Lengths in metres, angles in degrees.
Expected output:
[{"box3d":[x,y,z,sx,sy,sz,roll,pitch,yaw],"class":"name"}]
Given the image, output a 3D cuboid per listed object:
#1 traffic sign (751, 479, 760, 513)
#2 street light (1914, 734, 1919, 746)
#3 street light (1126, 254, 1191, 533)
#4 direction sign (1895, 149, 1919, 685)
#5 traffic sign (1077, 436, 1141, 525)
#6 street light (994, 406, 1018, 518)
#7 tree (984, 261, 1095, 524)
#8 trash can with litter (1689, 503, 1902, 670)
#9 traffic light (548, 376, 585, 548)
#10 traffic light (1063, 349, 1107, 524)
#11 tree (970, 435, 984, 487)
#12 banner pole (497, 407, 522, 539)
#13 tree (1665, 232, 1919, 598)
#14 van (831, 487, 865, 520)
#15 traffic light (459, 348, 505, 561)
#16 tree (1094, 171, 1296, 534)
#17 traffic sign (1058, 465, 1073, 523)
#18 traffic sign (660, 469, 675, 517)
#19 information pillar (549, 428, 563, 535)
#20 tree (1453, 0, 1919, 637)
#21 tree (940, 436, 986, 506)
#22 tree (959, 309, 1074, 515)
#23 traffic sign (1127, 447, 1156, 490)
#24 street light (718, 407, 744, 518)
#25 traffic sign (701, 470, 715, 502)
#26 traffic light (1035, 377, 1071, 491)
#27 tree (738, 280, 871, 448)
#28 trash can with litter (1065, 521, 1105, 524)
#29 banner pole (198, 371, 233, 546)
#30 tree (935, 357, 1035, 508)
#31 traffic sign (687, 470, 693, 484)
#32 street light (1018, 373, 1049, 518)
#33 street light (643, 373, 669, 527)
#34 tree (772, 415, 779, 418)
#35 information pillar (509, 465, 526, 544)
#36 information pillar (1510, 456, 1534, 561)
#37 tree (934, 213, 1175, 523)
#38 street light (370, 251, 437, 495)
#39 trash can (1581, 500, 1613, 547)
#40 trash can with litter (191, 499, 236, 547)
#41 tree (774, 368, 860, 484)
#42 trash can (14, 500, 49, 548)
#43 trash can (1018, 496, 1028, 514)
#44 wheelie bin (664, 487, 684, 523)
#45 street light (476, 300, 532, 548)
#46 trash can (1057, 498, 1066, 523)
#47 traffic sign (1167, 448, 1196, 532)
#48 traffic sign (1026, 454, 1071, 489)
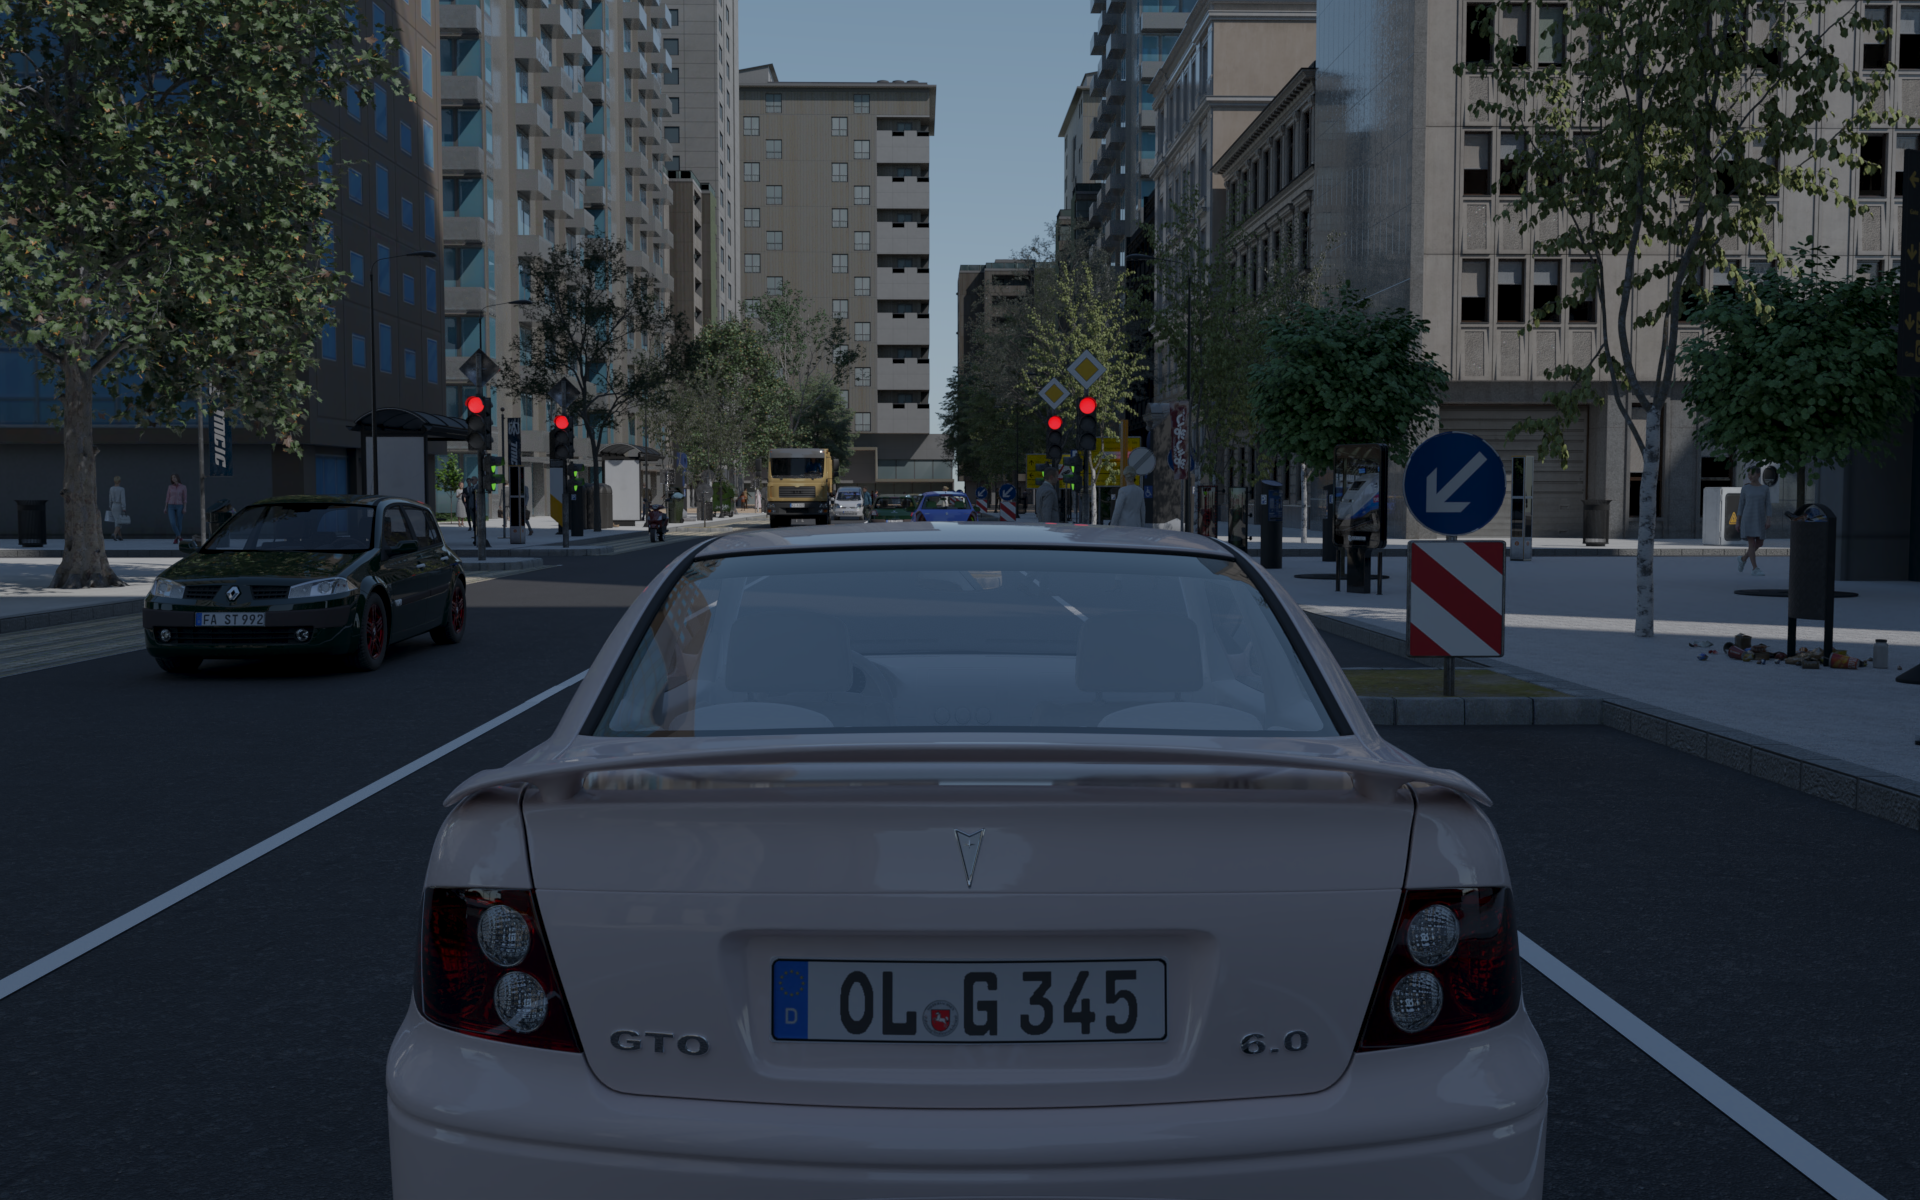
[{"box3d":[-13.656,-6.934,115.494,0.606,2.300,0.079,0,4,3],"class":"traffic sign"},{"box3d":[4.525,-2.212,8.710,1.470,5.913,1.316,0,4,-1],"class":"street light"},{"box3d":[3.904,-3.740,33.694,1.470,5.913,1.316,0,4,-1],"class":"street light"},{"box3d":[6.578,-1.203,11.674,0.876,3.537,0.379,-2,4,-30],"class":"direction sign"},{"box3d":[5.266,-4.123,61.285,2.265,3.308,0.079,0,4,8],"class":"traffic sign"},{"box3d":[2.499,-7.280,91.575,1.470,5.913,1.316,0,4,-1],"class":"street light"},{"box3d":[4.039,-6.337,53.971,4.737,8.622,4.395,0,3,0],"class":"tree"},{"box3d":[6.515,-0.148,13.482,1.678,1.210,2.233,0,4,-4],"class":"trash can with litter"},{"box3d":[-9.419,-3.207,41.361,0.839,4.253,0.868,0,4,-1],"class":"traffic light"},{"box3d":[2.430,-2.737,33.672,0.839,4.253,0.868,0,4,-1],"class":"traffic light"},{"box3d":[3.097,-10.887,128.362,4.737,8.622,4.395,0,3,0],"class":"tree"},{"box3d":[-12.970,-3.664,49.929,0.863,3.779,0.401,1,4,23],"class":"banner pole"},{"box3d":[10.576,-2.336,21.904,4.285,4.588,4.351,0,3,0],"class":"tree"},{"box3d":[-6.104,-5.416,95.568,2.013,2.044,4.112,0,4,-1],"class":"van"},{"box3d":[-9.227,-2.719,33.378,0.839,4.253,0.868,0,4,-1],"class":"traffic light"},{"box3d":[5.796,-5.507,40.401,4.737,8.622,4.395,0,3,0],"class":"tree"},{"box3d":[3.958,-3.937,64.368,0.884,2.594,0.081,1,4,8],"class":"traffic sign"},{"box3d":[-11.968,-4.204,70.869,0.606,2.300,0.079,0,4,-1],"class":"traffic sign"},{"box3d":[-12.692,-3.873,54.676,0.504,3.616,0.183,0,4,-2],"class":"information pillar"},{"box3d":[6.320,-3.984,15.502,4.737,8.622,4.395,0,3,0],"class":"tree"},{"box3d":[1.883,-15.812,192.932,8.767,10.594,7.601,-1,4,-16],"class":"tree"},{"box3d":[3.605,-11.417,104.794,7.486,12.596,7.792,0,3,0],"class":"tree"},{"box3d":[4.942,-2.880,47.196,0.768,2.556,0.104,0,4,3],"class":"traffic sign"},{"box3d":[-12.172,-7.308,92.034,1.470,5.913,1.316,0,4,-1],"class":"street light"},{"box3d":[-13.138,-5.519,90.347,0.768,2.556,0.104,0,4,3],"class":"traffic sign"},{"box3d":[2.239,-3.225,41.655,0.839,4.253,0.868,0,4,-1],"class":"traffic light"},{"box3d":[-14.157,-18.088,151.625,12.611,20.169,13.585,0,3,0],"class":"tree"},{"box3d":[5.193,-3.863,74.220,2.233,1.210,1.678,0,4,-5],"class":"trash can with litter"},{"box3d":[-13.019,-2.456,30.175,0.863,3.779,0.401,1,4,15],"class":"banner pole"},{"box3d":[2.571,-15.470,159.589,9.857,13.997,8.962,0,3,0],"class":"tree"},{"box3d":[-14.462,-5.582,91.364,0.768,2.556,0.104,0,4,5],"class":"traffic sign"},{"box3d":[3.105,-5.741,66.408,1.470,5.913,1.316,0,4,-1],"class":"street light"},{"box3d":[-11.503,-5.746,66.488,1.470,5.913,1.316,0,4,-1],"class":"street light"},{"box3d":[-14.669,-10.595,123.598,4.360,8.622,3.978,0,3,0],"class":"tree"},{"box3d":[-11.346,-2.440,44.379,0.304,2.012,0.304,1,4,11],"class":"information pillar"},{"box3d":[10.762,-1.755,33.179,0.304,2.012,0.304,-3,5,-41],"class":"information pillar"},{"box3d":[4.318,-10.124,75.898,12.009,13.543,11.850,0,3,0],"class":"tree"},{"box3d":[-10.697,-3.711,33.224,1.470,5.913,1.316,0,4,-1],"class":"street light"},{"box3d":[15.585,-1.883,42.438,0.748,1.137,0.748,0,3,0],"class":"trash can"},{"box3d":[-17.853,-1.828,41.277,0.624,1.170,1.055,3,4,37],"class":"trash can with litter"},{"box3d":[-15.144,-16.553,177.296,9.857,13.997,8.962,0,3,0],"class":"tree"},{"box3d":[-22.373,-1.841,41.754,0.748,1.137,0.748,0,3,0],"class":"trash can"},{"box3d":[3.985,-6.112,111.586,0.748,1.137,0.748,0,3,0],"class":"trash can"},{"box3d":[-12.465,-4.143,75.652,0.980,1.594,0.693,2,4,31],"class":"wheelie bin"},{"box3d":[-10.912,-4.218,41.503,1.470,5.913,1.316,0,4,-1],"class":"street light"},{"box3d":[4.066,-3.677,71.776,0.748,1.137,0.748,0,3,0],"class":"trash can"},{"box3d":[5.623,-2.673,43.809,0.768,2.556,0.104,1,4,8],"class":"traffic sign"},{"box3d":[4.460,-5.713,87.277,2.265,3.308,0.079,0,4,1],"class":"traffic sign"}]
